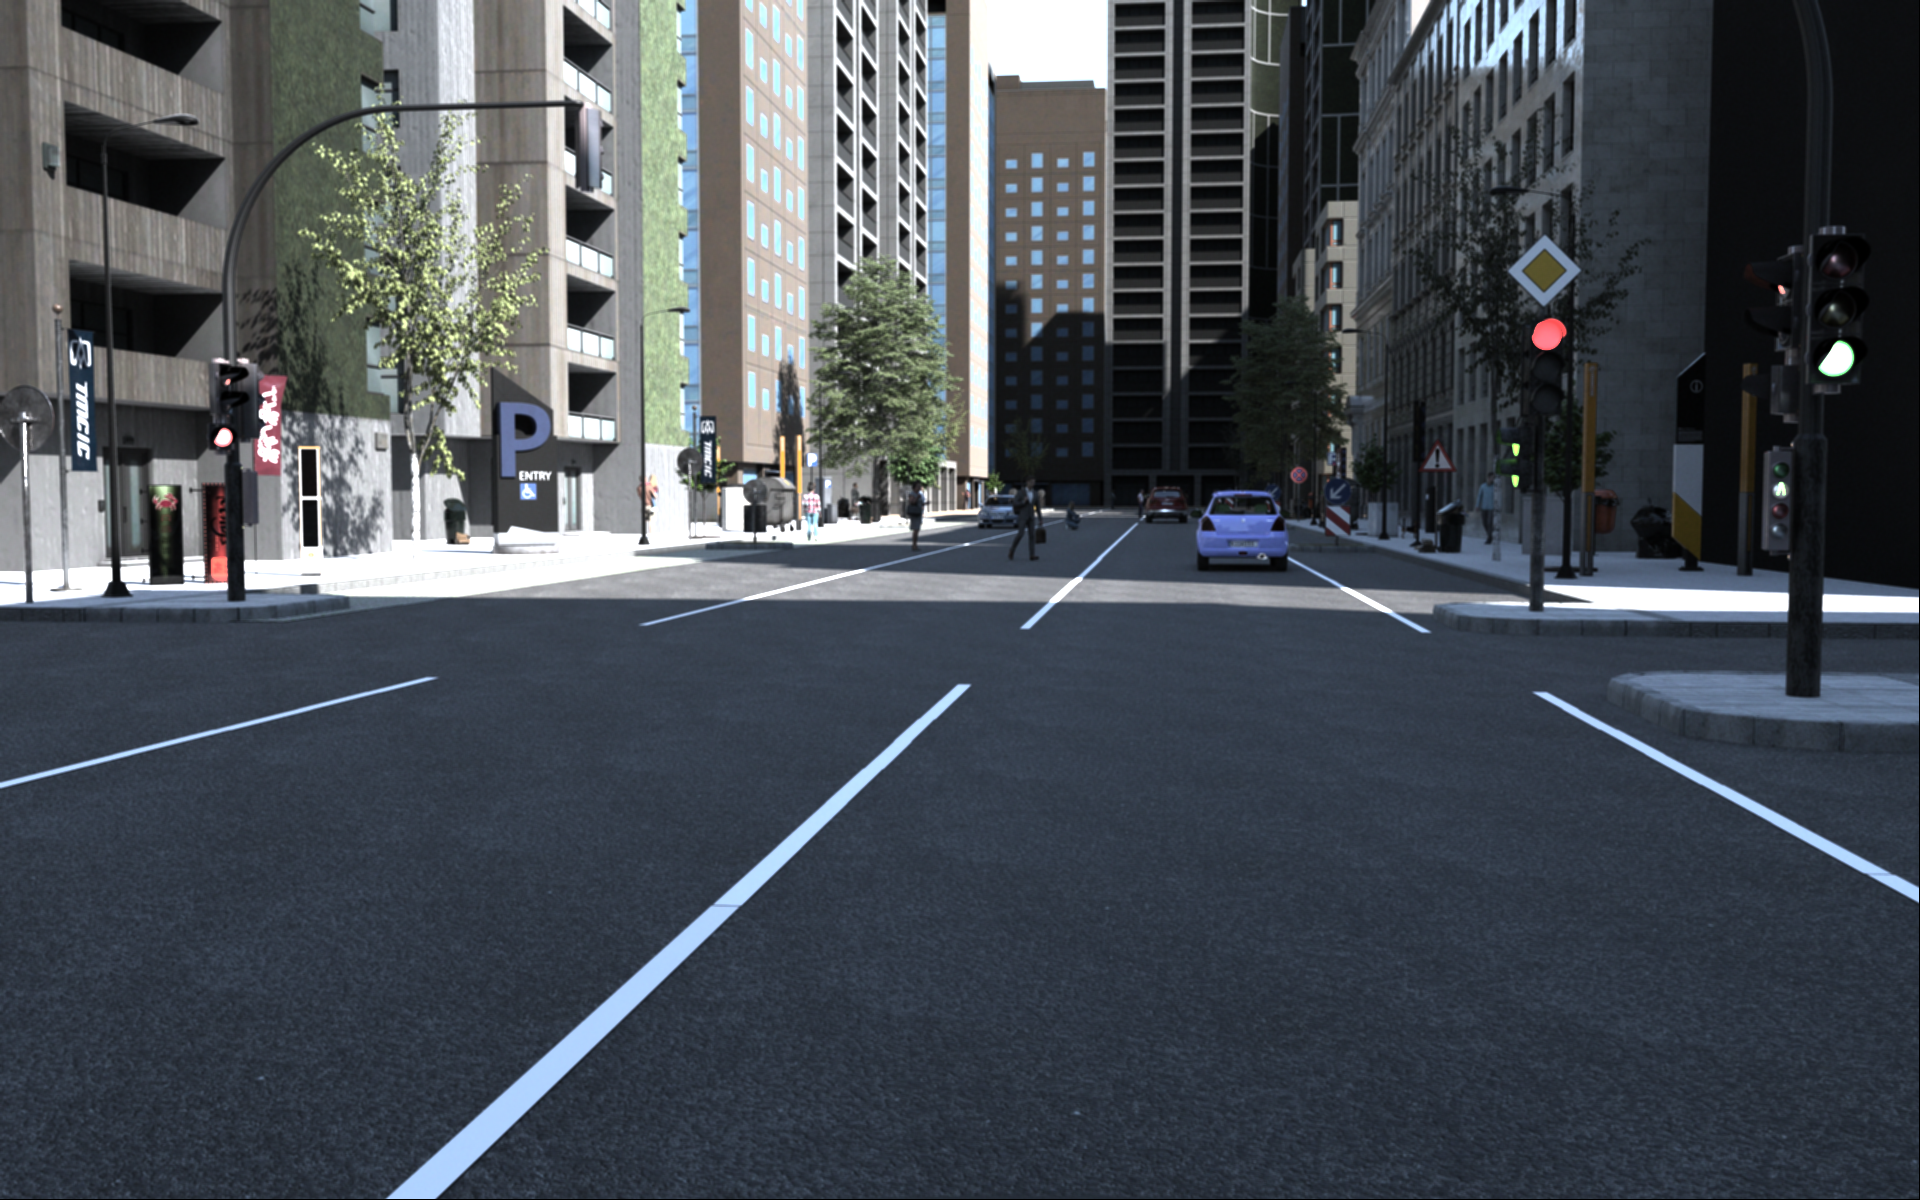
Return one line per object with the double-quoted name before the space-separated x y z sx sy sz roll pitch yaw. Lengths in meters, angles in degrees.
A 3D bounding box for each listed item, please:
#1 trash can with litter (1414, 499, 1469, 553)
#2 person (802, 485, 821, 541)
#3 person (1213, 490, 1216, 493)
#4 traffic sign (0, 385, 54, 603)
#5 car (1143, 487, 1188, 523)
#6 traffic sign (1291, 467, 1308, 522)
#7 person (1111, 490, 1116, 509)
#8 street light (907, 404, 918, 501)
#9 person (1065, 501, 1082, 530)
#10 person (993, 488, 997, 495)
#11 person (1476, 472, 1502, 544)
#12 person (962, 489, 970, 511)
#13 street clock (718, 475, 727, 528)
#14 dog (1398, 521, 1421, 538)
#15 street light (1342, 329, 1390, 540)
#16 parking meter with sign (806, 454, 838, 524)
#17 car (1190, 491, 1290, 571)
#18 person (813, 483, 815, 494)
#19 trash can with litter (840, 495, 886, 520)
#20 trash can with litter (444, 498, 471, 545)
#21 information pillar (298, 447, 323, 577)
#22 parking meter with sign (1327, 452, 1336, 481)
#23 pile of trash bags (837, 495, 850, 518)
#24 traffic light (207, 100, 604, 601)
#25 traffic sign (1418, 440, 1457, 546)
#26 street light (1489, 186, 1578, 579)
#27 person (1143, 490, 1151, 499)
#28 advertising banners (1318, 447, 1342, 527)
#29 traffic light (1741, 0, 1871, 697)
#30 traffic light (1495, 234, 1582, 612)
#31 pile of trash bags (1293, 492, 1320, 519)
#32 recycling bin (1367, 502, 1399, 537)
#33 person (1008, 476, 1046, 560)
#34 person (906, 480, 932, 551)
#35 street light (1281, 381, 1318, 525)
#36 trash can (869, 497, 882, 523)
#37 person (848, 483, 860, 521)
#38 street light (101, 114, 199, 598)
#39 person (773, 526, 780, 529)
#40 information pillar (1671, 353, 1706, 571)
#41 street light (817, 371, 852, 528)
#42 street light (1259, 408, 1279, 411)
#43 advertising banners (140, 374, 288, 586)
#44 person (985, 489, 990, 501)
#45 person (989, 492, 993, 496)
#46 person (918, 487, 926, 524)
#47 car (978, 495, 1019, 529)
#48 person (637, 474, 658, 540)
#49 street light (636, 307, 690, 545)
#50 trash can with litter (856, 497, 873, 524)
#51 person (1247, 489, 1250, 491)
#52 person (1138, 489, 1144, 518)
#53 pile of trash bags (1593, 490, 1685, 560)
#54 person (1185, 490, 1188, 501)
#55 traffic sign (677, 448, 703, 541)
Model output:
"trash can with litter" 10.538 -1.622 37.914 1.055 1.170 0.624 -1 4 -8
"person" -4.505 -2.639 52.478 0.563 1.720 0.643 0 4 -1
"person" 18.073 -6.944 122.972 0.436 1.711 0.756 2 4 24
"traffic sign" -10.945 -1.235 20.292 0.768 2.556 0.104 1 4 14
"car" 10.370 -4.801 87.162 2.281 1.827 5.304 0 4 5
"traffic sign" 15.831 -4.941 80.891 0.768 2.556 0.104 1 4 10
"person" 14.729 -9.659 166.500 0.705 1.814 1.350 -1 4 -11
"street light" -2.087 -7.039 87.630 1.470 5.913 1.316 0 4 7
"person" 4.613 -3.394 69.490 0.738 1.151 1.012 1 4 18
"person" 2.542 -7.511 129.579 0.721 1.736 1.217 0 4 -2
"person" 13.609 -2.353 44.384 0.638 1.841 0.748 3 5 45
"person" 0.466 -7.437 129.105 0.593 1.643 0.415 -2 4 -30
"street clock" -8.972 -3.718 65.362 0.358 2.002 0.471 -2 4 -28
"dog" 13.012 -2.037 50.135 0.540 0.507 0.406 -2 4 -33
"street light" 11.421 -4.660 48.732 1.470 5.913 1.316 0 4 7
"parking meter with sign" -5.856 -4.760 74.089 0.543 3.016 1.738 -3 5 -41
"car" 5.445 -1.469 33.604 1.945 1.707 3.694 0 4 7
"person" -6.485 -4.398 78.365 0.534 1.772 0.576 3 5 39
"trash can with litter" -4.940 -4.592 86.130 2.233 1.210 1.678 2 4 32
"trash can with litter" -12.665 -1.988 43.891 0.624 1.170 1.055 -3 4 -37
"information pillar" -10.124 -1.377 27.013 0.304 2.012 0.304 -1 4 -15
"parking meter with sign" 15.313 -4.568 70.948 0.543 3.016 1.738 1 4 11
"pile of trash bags" -6.902 -5.089 92.958 1.912 1.369 3.447 0 4 5
"traffic light" -6.572 -2.799 20.424 4.771 5.953 1.251 0 4 7
"traffic sign" 11.386 -2.529 41.349 0.884 2.594 0.081 1 4 16
"street light" 8.680 -3.284 26.231 1.470 5.913 1.316 0 4 7
"person" 12.960 -6.688 118.634 1.217 1.735 0.721 1 4 22
"advertising banners" 14.084 -4.264 65.907 0.090 3.025 2.074 -1 4 -11
"traffic light" 3.253 -2.225 11.041 4.771 5.953 1.251 0 4 7
"traffic light" 6.296 -1.831 18.860 0.839 4.253 0.868 0 4 7
"pile of trash bags" 18.640 -5.025 91.907 1.912 1.369 3.447 1 4 11
"recycling bin" 12.665 -2.404 51.860 0.722 1.027 0.722 0 4 -6
"person" 1.455 -1.782 37.592 0.622 1.834 0.822 -2 4 -35
"person" -1.077 -2.139 43.838 0.532 1.782 0.716 2 4 30
"street light" 14.088 -6.050 71.466 1.470 5.913 1.316 0 4 7
"trash can" -3.858 -4.033 77.595 0.748 1.137 0.748 0 3 0
"person" -4.992 -4.701 83.010 0.767 1.812 0.694 0 4 1
"street light" -10.001 -2.988 21.400 1.470 5.913 1.316 0 4 7
"person" -6.979 -3.529 63.515 0.755 1.850 0.659 1 4 14
"information pillar" 12.137 -2.292 28.830 0.504 3.616 0.183 0 4 -3
"street light" -4.771 -5.704 65.805 1.470 5.913 1.316 0 4 7
"street light" 16.801 -7.385 93.288 1.470 5.913 1.316 0 4 7
"advertising banners" -10.627 -1.749 24.781 2.074 3.025 0.090 -3 5 -41
"person" 1.751 -5.869 105.197 0.721 1.736 1.217 -1 4 -8
"person" 2.461 -8.198 140.075 0.705 1.824 1.348 -2 4 -35
"person" -1.743 -4.220 77.676 0.419 1.800 0.721 0 4 -1
"car" 1.831 -3.769 73.622 2.014 1.417 4.499 0 4 7
"person" -8.671 -2.586 48.294 0.580 1.828 0.573 -2 4 -32
"street light" -7.397 -4.324 43.235 1.470 5.913 1.316 0 4 7
"trash can with litter" -4.039 -3.808 73.642 0.624 1.170 1.055 0 4 6
"person" 24.097 -8.427 144.340 0.721 1.766 1.217 -3 5 -45
"person" 10.908 -5.787 104.062 0.436 1.711 0.756 2 4 29
"pile of trash bags" 14.210 -1.550 35.100 1.912 1.369 3.447 -2 4 -33
"person" 18.595 -8.191 143.111 0.721 1.739 1.217 0 4 5
"traffic sign" -7.455 -2.915 47.771 0.768 2.556 0.104 1 4 14
